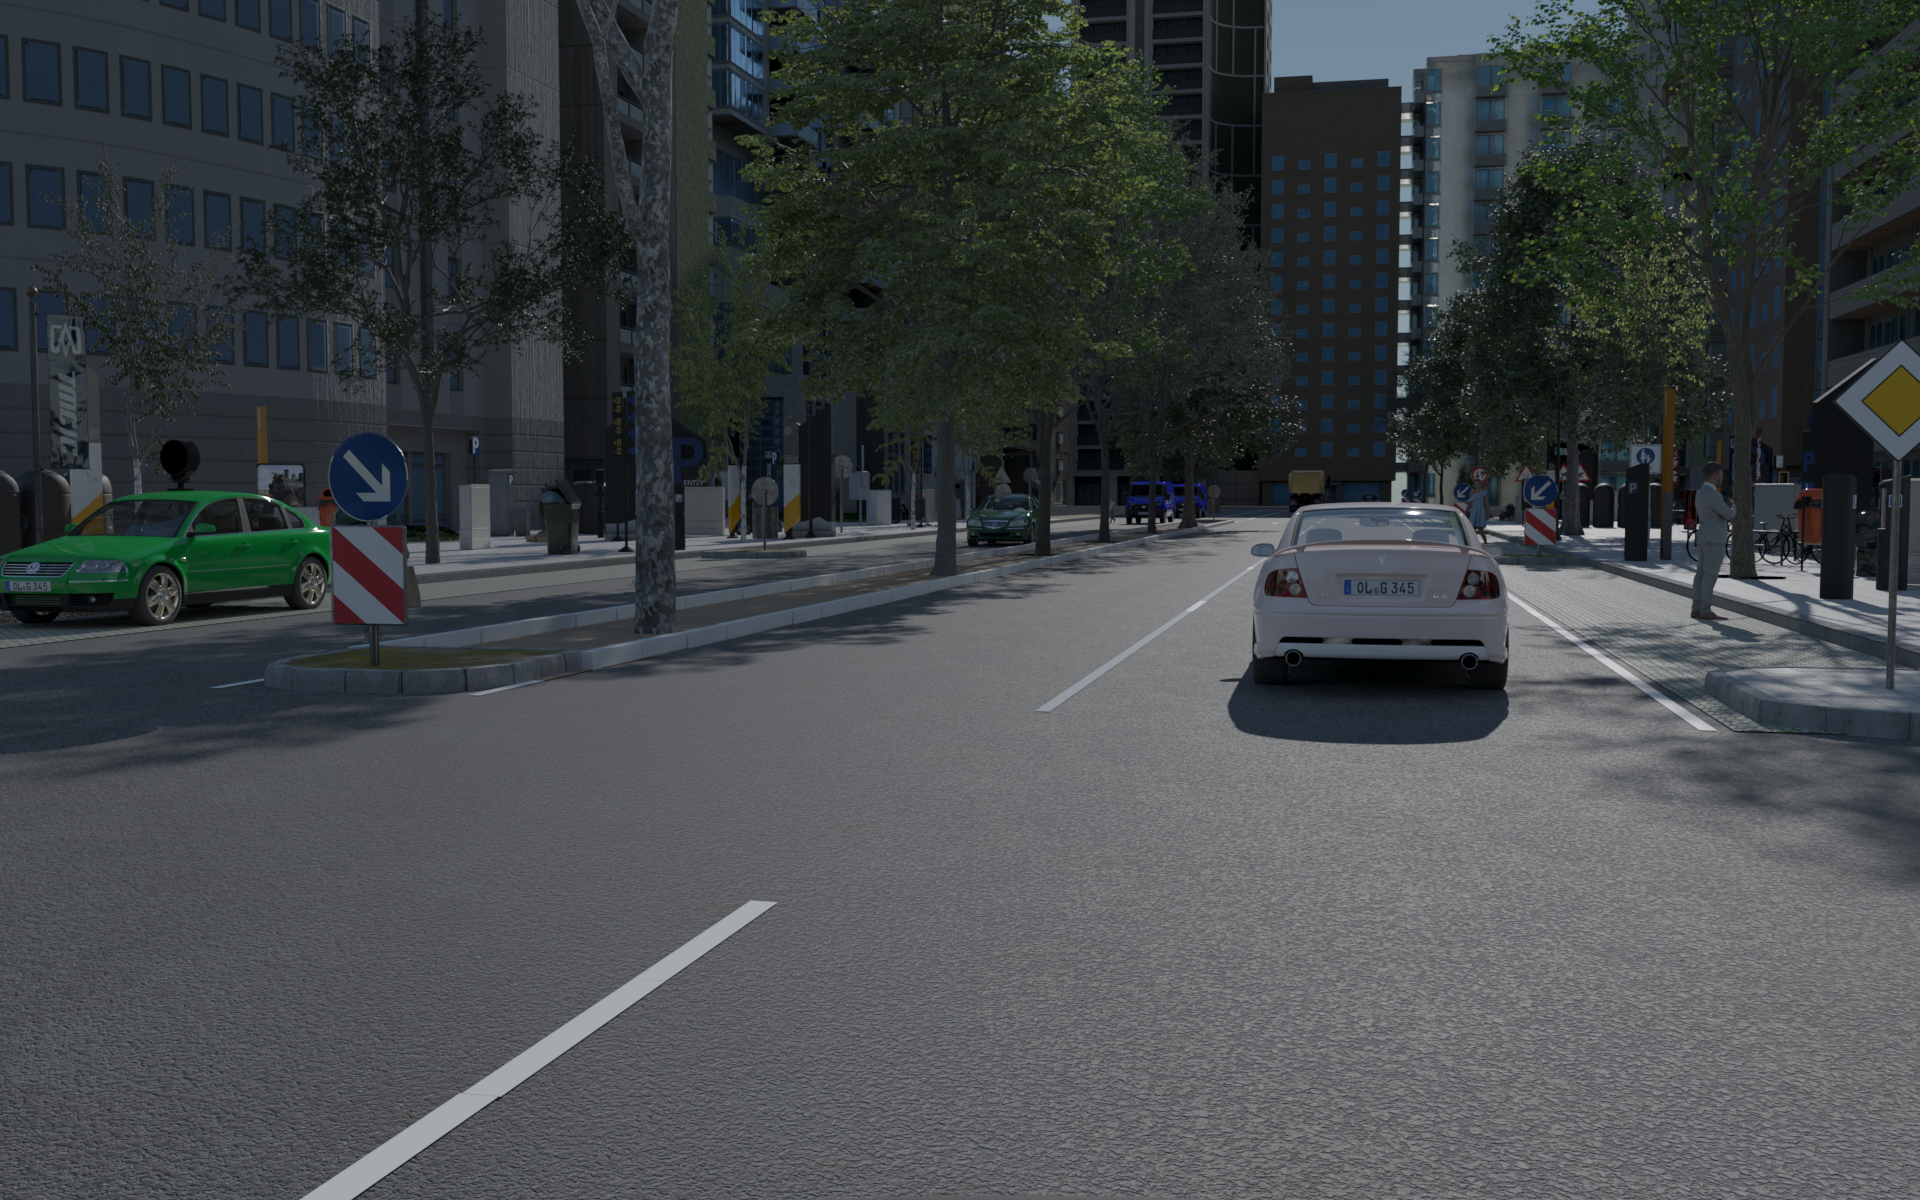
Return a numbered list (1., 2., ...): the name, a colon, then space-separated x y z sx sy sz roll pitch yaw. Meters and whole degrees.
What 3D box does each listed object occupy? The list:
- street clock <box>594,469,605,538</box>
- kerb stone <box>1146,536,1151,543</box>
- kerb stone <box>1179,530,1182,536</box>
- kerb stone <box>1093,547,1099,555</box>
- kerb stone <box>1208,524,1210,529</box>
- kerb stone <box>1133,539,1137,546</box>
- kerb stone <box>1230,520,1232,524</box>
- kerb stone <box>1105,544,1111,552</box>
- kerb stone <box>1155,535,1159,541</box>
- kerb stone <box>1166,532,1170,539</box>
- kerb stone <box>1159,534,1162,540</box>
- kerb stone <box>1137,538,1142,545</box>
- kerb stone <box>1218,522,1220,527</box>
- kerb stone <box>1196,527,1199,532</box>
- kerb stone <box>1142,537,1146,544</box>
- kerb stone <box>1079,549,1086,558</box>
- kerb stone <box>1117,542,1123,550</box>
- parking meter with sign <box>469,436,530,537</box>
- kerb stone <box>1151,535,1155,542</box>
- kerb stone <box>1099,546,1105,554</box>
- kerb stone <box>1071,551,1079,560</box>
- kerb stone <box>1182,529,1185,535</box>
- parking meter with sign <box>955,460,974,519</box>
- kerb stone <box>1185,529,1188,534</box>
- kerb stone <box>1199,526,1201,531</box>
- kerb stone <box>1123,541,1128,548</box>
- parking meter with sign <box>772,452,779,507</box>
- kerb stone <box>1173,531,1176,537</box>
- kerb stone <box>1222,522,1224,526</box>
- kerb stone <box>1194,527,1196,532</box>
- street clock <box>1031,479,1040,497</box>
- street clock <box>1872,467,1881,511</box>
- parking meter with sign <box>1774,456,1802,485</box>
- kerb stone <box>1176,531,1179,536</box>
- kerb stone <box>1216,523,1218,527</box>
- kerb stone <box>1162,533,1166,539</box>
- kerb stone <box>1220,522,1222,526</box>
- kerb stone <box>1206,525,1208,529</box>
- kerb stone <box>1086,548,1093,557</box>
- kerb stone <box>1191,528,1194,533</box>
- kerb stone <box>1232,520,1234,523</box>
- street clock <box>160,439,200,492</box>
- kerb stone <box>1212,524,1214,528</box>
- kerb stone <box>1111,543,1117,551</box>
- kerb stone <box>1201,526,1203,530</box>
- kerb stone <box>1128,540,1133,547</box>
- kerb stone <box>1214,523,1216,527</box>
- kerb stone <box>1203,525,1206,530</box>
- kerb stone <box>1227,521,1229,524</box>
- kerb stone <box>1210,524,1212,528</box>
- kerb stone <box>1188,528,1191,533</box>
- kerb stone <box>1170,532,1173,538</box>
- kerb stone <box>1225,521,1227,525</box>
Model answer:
1. street clock: -10.524 -2.821 50.694 0.358 2.002 0.471 -1 4 -9
2. kerb stone: 5.371 -1.727 50.529 0.120 0.150 1.000 1 4 13
3. kerb stone: 7.446 -2.282 59.501 0.120 0.150 1.000 1 4 13
4. kerb stone: 3.065 -1.122 40.547 0.120 0.150 1.000 1 4 13
5. kerb stone: 9.980 -2.951 70.493 0.120 0.150 1.000 1 4 13
6. kerb stone: 4.677 -1.549 47.526 0.120 0.150 1.000 1 4 13
7. kerb stone: 12.747 -3.686 82.497 0.120 0.150 1.000 1 4 13
8. kerb stone: 3.522 -1.244 42.541 0.120 0.150 1.000 1 4 13
9. kerb stone: 5.834 -1.852 52.520 0.120 0.150 1.000 1 4 13
10. kerb stone: 6.525 -2.038 55.514 0.120 0.150 1.000 1 4 13
11. kerb stone: 6.058 -1.916 53.518 0.120 0.150 1.000 1 4 13
12. kerb stone: 4.908 -1.610 48.526 0.120 0.150 1.000 1 4 13
13. kerb stone: 11.134 -3.256 75.485 0.120 0.150 1.000 1 4 13
14. kerb stone: 8.829 -2.645 65.507 0.120 0.150 1.000 1 4 13
15. kerb stone: 5.133 -1.672 49.529 0.120 0.150 1.000 1 4 13
16. kerb stone: 2.603 -1.000 38.552 0.120 0.150 1.000 1 4 13
17. kerb stone: 3.991 -1.365 44.535 0.120 0.150 1.000 1 4 13
18. parking meter with sign: -13.882 -3.431 52.362 1.738 3.016 0.543 1 4 9
19. kerb stone: 5.606 -1.794 51.523 0.120 0.150 1.000 1 4 13
20. kerb stone: 3.290 -1.183 41.545 0.120 0.150 1.000 1 4 13
21. kerb stone: 2.379 -0.939 37.552 0.120 0.150 1.000 1 4 13
22. kerb stone: 7.675 -2.335 60.499 0.120 0.150 1.000 1 4 13
23. parking meter with sign: -0.162 -5.693 89.349 1.738 3.016 0.543 -1 4 -20
24. kerb stone: 7.897 -2.400 61.502 0.120 0.150 1.000 1 4 13
25. kerb stone: 9.051 -2.710 66.504 0.120 0.150 1.000 1 4 13
26. kerb stone: 4.213 -1.427 45.534 0.120 0.150 1.000 1 4 13
27. parking meter with sign: -6.861 -4.607 71.581 1.738 3.016 0.543 -2 4 -30
28. kerb stone: 6.983 -2.160 57.510 0.120 0.150 1.000 1 4 13
29. kerb stone: 11.595 -3.382 77.490 0.120 0.150 1.000 1 4 13
30. kerb stone: 8.598 -2.588 64.510 0.120 0.150 1.000 1 4 13
31. street clock: 3.625 -4.789 82.871 0.471 2.002 0.358 0 4 7
32. street clock: 24.355 -2.536 46.033 0.358 2.002 0.471 -1 4 -17
33. parking meter with sign: 37.407 -4.978 77.655 0.543 3.016 1.738 -2 4 -30
34. kerb stone: 7.213 -2.221 58.506 0.120 0.150 1.000 1 4 13
35. kerb stone: 10.895 -3.198 74.487 0.120 0.150 1.000 1 4 13
36. kerb stone: 6.292 -1.974 54.519 0.120 0.150 1.000 1 4 13
37. kerb stone: 11.365 -3.321 76.488 0.120 0.150 1.000 1 4 13
38. kerb stone: 9.749 -2.888 69.492 0.120 0.150 1.000 1 4 13
39. kerb stone: 2.841 -1.061 39.547 0.120 0.150 1.000 1 4 13
40. kerb stone: 8.368 -2.527 63.508 0.120 0.150 1.000 1 4 13
41. kerb stone: 12.970 -3.749 83.498 0.120 0.150 1.000 1 4 13
42. street clock: -10.385 -1.134 23.108 0.471 2.002 0.358 1 4 18
43. kerb stone: 10.434 -3.076 72.489 0.120 0.150 1.000 1 4 13
44. kerb stone: 3.760 -1.304 43.535 0.120 0.150 1.000 1 4 13
45. kerb stone: 9.286 -2.770 67.499 0.120 0.150 1.000 1 4 13
46. kerb stone: 4.447 -1.488 46.529 0.120 0.150 1.000 1 4 13
47. kerb stone: 10.663 -3.137 73.491 0.120 0.150 1.000 1 4 13
48. kerb stone: 9.518 -2.832 68.496 0.120 0.150 1.000 1 4 13
49. kerb stone: 12.283 -3.565 80.479 0.120 0.150 1.000 1 4 13
50. kerb stone: 10.206 -3.013 71.492 0.120 0.150 1.000 1 4 13
51. kerb stone: 8.133 -2.465 62.505 0.120 0.150 1.000 1 4 13
52. kerb stone: 6.753 -2.097 56.514 0.120 0.150 1.000 1 4 13
53. kerb stone: 12.053 -3.504 79.483 0.120 0.150 1.000 1 4 13
